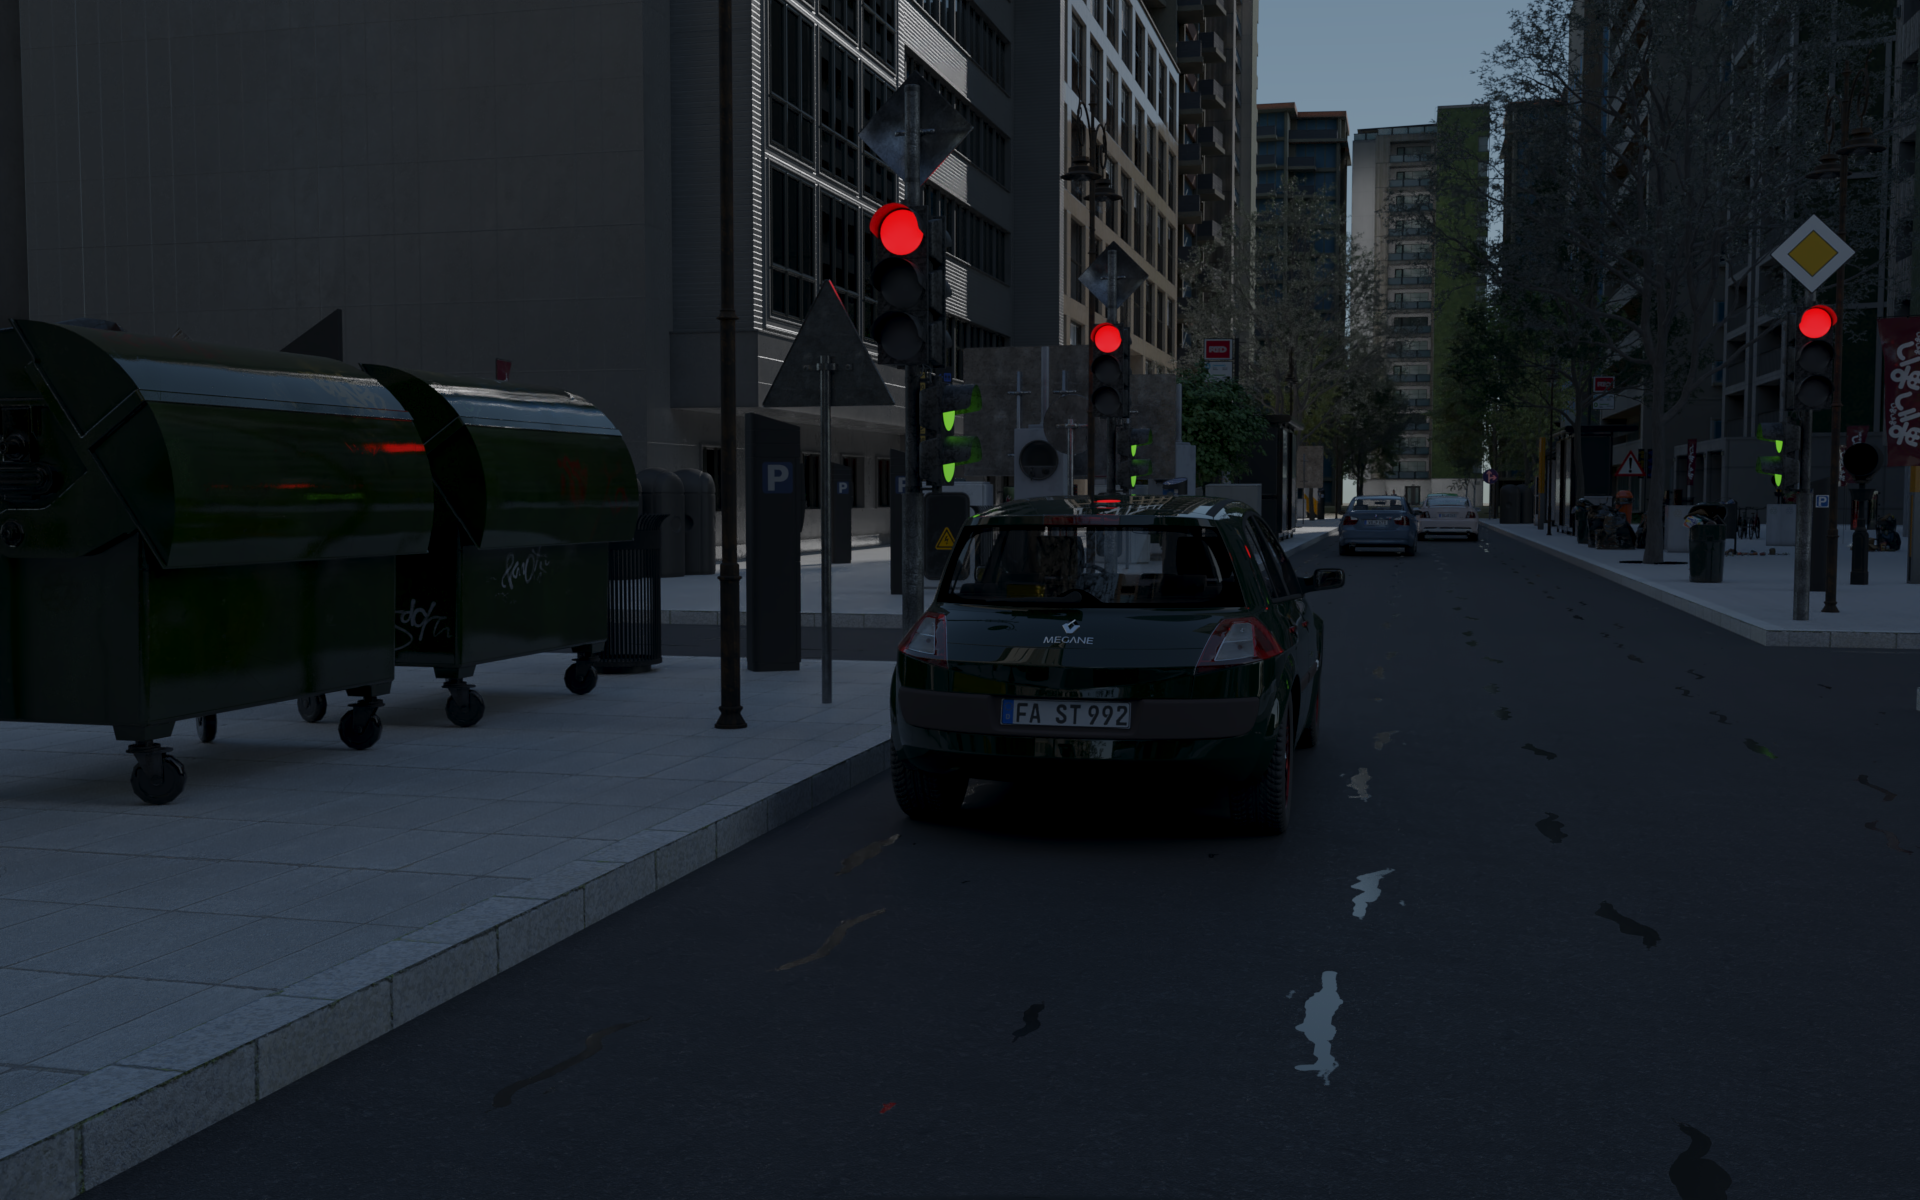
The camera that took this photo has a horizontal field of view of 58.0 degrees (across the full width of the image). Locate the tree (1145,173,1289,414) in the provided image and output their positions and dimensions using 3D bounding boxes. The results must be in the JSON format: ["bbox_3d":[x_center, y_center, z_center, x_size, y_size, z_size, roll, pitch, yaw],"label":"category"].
[{"bbox_3d":[12.516,-9.493,65.579,12.009,13.543,11.850,0,3,0],"label":"tree"}]

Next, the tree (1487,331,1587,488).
[{"bbox_3d":[24.254,-7.484,72.728,4.737,8.622,4.395,0,3,0],"label":"tree"}]

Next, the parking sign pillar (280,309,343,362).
[{"bbox_3d":[-9.658,-2.265,25.510,1.447,3.967,1.447,0,4,5],"label":"parking sign pillar"}]

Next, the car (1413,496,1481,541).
[{"bbox_3d":[15.224,-2.557,54.167,2.083,1.381,4.827,1,4,15],"label":"car"}]

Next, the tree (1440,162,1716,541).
[{"bbox_3d":[16.528,-6.867,46.694,7.601,10.594,8.767,1,4,21],"label":"tree"}]

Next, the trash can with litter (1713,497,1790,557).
[{"bbox_3d":[16.475,-1.547,36.355,2.233,1.210,1.678,0,4,-4],"label":"trash can with litter"}]

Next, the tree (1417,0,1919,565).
[{"bbox_3d":[12.911,-7.406,31.452,12.009,13.543,11.850,0,3,0],"label":"tree"}]

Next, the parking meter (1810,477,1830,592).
[{"bbox_3d":[11.349,-0.883,22.856,0.372,1.533,0.369,0,3,0],"label":"parking meter"}]

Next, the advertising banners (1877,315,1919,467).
[{"bbox_3d":[9.858,-1.245,16.542,2.074,3.025,0.090,3,5,39],"label":"advertising banners"}]

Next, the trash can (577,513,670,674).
[{"bbox_3d":[-2.466,-0.053,12.516,0.748,1.137,0.748,0,3,0],"label":"trash can"}]

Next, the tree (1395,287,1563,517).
[{"bbox_3d":[29.277,-10.836,95.298,7.486,12.596,7.792,0,3,0],"label":"tree"}]

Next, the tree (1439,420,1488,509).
[{"bbox_3d":[43.415,-12.121,148.532,4.360,8.622,3.978,0,3,0],"label":"tree"}]

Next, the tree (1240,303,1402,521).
[{"bbox_3d":[17.095,-9.146,83.946,8.767,10.594,7.601,0,4,2],"label":"tree"}]

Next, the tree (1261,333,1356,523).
[{"bbox_3d":[15.086,-7.719,76.574,4.737,8.622,4.395,0,3,0],"label":"tree"}]

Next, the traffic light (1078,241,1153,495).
[{"bbox_3d":[1.703,-1.856,19.270,0.839,4.253,0.868,1,4,14],"label":"traffic light"}]

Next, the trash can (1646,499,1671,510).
[{"bbox_3d":[21.501,-2.549,53.336,0.748,1.137,0.748,0,3,0],"label":"trash can"}]

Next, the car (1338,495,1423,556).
[{"bbox_3d":[10.052,-1.805,41.522,2.014,1.417,4.499,1,4,16],"label":"car"}]

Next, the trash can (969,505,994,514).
[{"bbox_3d":[0.486,-0.619,21.776,0.748,1.137,0.748,0,3,0],"label":"trash can"}]

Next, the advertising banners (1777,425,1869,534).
[{"bbox_3d":[22.152,-2.954,44.493,2.074,3.025,0.090,2,4,29],"label":"advertising banners"}]

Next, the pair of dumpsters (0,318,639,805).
[{"bbox_3d":[-3.323,-0.407,9.152,1.574,2.255,4.437,1,4,15],"label":"pair of dumpsters"}]

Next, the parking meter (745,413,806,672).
[{"bbox_3d":[-1.344,-0.421,12.600,0.399,1.863,0.255,-1,4,-21],"label":"parking meter"}]

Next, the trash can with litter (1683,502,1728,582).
[{"bbox_3d":[10.853,-0.854,25.356,0.624,1.170,1.055,1,4,16],"label":"trash can with litter"}]

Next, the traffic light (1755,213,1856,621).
[{"bbox_3d":[8.543,-1.749,17.522,0.839,4.253,0.868,1,4,14],"label":"traffic light"}]

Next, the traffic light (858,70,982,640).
[{"bbox_3d":[-0.298,-1.383,11.538,0.839,4.253,0.868,1,4,14],"label":"traffic light"}]

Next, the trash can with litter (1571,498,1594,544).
[{"bbox_3d":[16.352,-2.032,44.610,1.055,1.170,0.624,-1,4,-10],"label":"trash can with litter"}]

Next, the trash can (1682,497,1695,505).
[{"bbox_3d":[33.687,-4.199,80.312,0.748,1.137,0.748,0,3,0],"label":"trash can"}]

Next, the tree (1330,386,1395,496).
[{"bbox_3d":[35.628,-14.315,152.180,7.486,12.596,7.792,0,3,0],"label":"tree"}]

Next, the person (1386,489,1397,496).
[{"bbox_3d":[27.243,-6.126,109.459,0.742,1.727,0.445,1,4,17],"label":"person"}]

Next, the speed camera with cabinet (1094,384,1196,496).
[{"bbox_3d":[3.329,-2.276,31.552,0.660,3.252,2.038,-3,5,-42],"label":"speed camera with cabinet"}]

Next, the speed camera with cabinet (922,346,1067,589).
[{"bbox_3d":[0.431,-1.771,23.291,2.038,3.252,0.660,1,4,13],"label":"speed camera with cabinet"}]

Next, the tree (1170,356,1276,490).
[{"bbox_3d":[5.732,-3.494,40.837,4.285,4.588,4.351,0,3,0],"label":"tree"}]

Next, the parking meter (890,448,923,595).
[{"bbox_3d":[-0.684,-1.004,22.128,0.399,1.863,0.255,0,4,5],"label":"parking meter"}]

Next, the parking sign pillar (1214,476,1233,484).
[{"bbox_3d":[9.181,-4.260,58.117,1.447,3.967,1.447,1,4,14],"label":"parking sign pillar"}]

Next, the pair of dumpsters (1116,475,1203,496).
[{"bbox_3d":[3.931,-1.998,35.154,1.574,2.255,4.437,1,4,14],"label":"pair of dumpsters"}]

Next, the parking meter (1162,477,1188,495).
[{"bbox_3d":[3.224,-1.075,25.994,0.372,1.533,0.369,0,3,0],"label":"parking meter"}]

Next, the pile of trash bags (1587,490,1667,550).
[{"bbox_3d":[15.970,-1.933,41.359,1.912,1.369,3.447,1,4,15],"label":"pile of trash bags"}]

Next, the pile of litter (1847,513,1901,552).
[{"bbox_3d":[20.622,-1.538,39.105,1.719,0.858,1.176,-3,4,-37],"label":"pile of litter"}]

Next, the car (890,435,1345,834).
[{"bbox_3d":[0.919,0.058,8.838,2.009,1.686,4.222,1,4,14],"label":"car"}]

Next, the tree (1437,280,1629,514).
[{"bbox_3d":[26.838,-9.503,81.133,9.928,11.665,9.643,0,3,0],"label":"tree"}]

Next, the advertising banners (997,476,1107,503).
[{"bbox_3d":[1.631,-1.945,27.992,2.074,3.025,0.090,1,4,10],"label":"advertising banners"}]

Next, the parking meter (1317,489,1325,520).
[{"bbox_3d":[18.193,-4.824,87.284,0.372,1.533,0.369,0,3,0],"label":"parking meter"}]

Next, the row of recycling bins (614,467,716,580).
[{"bbox_3d":[-4.997,-1.187,26.529,1.069,1.692,3.534,2,4,32],"label":"row of recycling bins"}]

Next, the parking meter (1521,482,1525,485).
[{"bbox_3d":[28.476,-4.997,87.404,0.255,1.863,0.399,1,4,8],"label":"parking meter"}]

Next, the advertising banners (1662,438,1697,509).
[{"bbox_3d":[22.949,-3.620,55.372,0.090,3.025,2.074,0,4,-7],"label":"advertising banners"}]

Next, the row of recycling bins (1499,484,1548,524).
[{"bbox_3d":[24.673,-4.181,75.475,3.534,1.692,1.069,-3,5,-44],"label":"row of recycling bins"}]

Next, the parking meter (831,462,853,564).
[{"bbox_3d":[-2.199,-1.609,32.012,0.399,1.863,0.255,-2,4,-27],"label":"parking meter"}]

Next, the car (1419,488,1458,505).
[{"bbox_3d":[20.922,-4.056,75.104,1.959,1.807,4.718,1,4,16],"label":"car"}]

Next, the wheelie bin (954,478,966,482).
[{"bbox_3d":[-0.235,-1.630,34.558,0.980,1.594,0.693,0,4,-7],"label":"wheelie bin"}]

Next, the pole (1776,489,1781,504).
[{"bbox_3d":[31.218,-4.415,66.032,0.158,3.312,0.155,0,3,0],"label":"pole"}]
